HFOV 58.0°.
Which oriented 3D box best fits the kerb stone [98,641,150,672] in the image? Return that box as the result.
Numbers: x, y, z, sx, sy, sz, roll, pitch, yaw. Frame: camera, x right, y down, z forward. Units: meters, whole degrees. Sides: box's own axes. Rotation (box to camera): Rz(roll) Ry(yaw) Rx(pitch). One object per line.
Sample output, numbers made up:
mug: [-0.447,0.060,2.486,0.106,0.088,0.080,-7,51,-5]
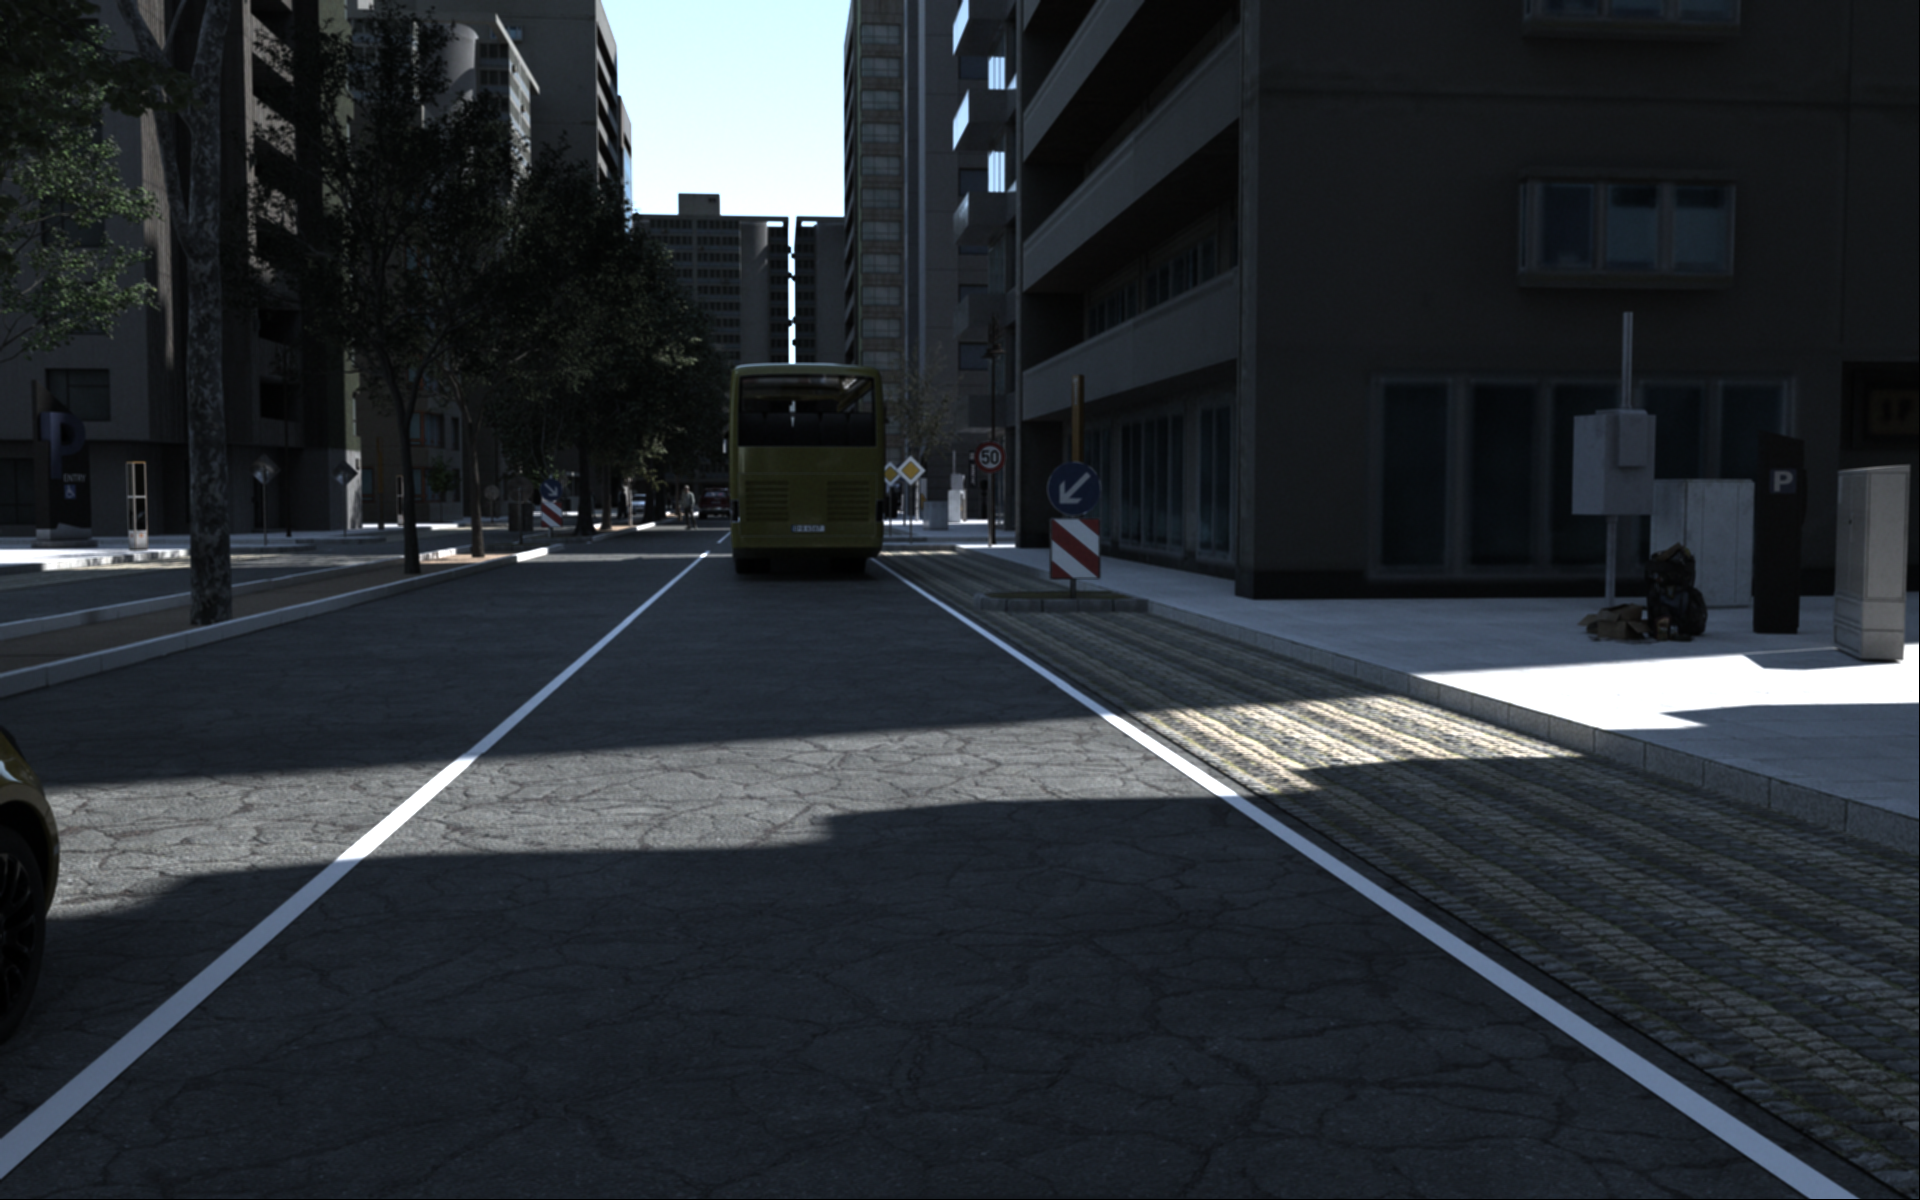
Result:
kerb stone: [-7.012,0.480,14.416,0.120,0.150,1.000,0,4,-6]

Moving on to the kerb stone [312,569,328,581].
kerb stone: [-10.629,-0.383,28.479,0.120,0.150,1.000,0,4,-6]

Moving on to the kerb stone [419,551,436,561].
kerb stone: [-11.610,-0.938,37.641,0.120,0.150,1.000,0,4,-6]

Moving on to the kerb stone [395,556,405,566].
kerb stone: [-11.281,-0.757,34.590,0.120,0.150,1.000,0,4,-6]

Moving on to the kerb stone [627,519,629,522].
kerb stone: [-16.897,-3.966,87.123,0.120,0.150,1.000,0,4,-6]

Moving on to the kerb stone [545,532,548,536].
kerb stone: [-13.623,-2.101,56.549,0.120,0.150,1.000,0,4,-6]

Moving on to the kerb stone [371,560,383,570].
kerb stone: [-11.061,-0.628,32.555,0.120,0.150,1.000,0,4,-6]

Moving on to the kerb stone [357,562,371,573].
kerb stone: [-10.954,-0.571,31.534,0.120,0.150,1.000,0,4,-6]

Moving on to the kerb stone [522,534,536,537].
kerb stone: [-13.305,-1.914,53.486,0.120,0.150,1.000,0,4,-6]

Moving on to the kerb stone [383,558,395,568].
kerb stone: [-11.170,-0.696,33.574,0.120,0.150,1.000,0,4,-6]

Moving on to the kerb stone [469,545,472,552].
kerb stone: [-12.153,-1.257,42.741,0.120,0.150,1.000,0,4,-6]

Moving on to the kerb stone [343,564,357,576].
kerb stone: [-10.849,-0.505,30.514,0.120,0.150,1.000,0,4,-6]

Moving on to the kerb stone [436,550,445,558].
kerb stone: [-11.714,-1.007,38.659,0.120,0.150,1.000,0,4,-6]

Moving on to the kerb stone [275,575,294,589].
kerb stone: [-10.411,-0.250,26.447,0.120,0.150,1.000,0,4,-6]

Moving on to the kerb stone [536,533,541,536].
kerb stone: [-13.403,-1.974,54.509,0.120,0.150,1.000,0,4,-6]

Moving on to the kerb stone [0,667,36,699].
kerb stone: [-6.802,0.602,12.368,0.120,0.150,1.000,0,4,-6]

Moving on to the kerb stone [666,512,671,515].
kerb stone: [-20.925,-6.277,124.832,0.120,0.150,1.000,0,4,-6]

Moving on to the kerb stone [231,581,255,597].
kerb stone: [-10.191,-0.135,24.409,0.120,0.150,1.000,0,4,-6]

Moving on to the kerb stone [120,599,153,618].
kerb stone: [-9.754,0.114,20.338,0.120,0.150,1.000,0,4,-6]

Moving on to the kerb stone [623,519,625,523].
kerb stone: [-16.674,-3.846,85.080,0.120,0.150,1.000,0,4,-6]

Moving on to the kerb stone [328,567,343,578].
kerb stone: [-10.736,-0.447,29.497,0.120,0.150,1.000,0,4,-6]

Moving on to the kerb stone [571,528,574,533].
kerb stone: [-14.389,-2.534,63.682,0.120,0.150,1.000,0,4,-6]

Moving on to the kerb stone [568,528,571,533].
kerb stone: [-14.281,-2.475,62.665,0.120,0.150,1.000,0,4,-6]

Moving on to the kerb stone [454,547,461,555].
kerb stone: [-11.936,-1.132,40.708,0.120,0.150,1.000,0,4,-6]

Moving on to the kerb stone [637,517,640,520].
kerb stone: [-17.657,-4.408,94.267,0.120,0.150,1.000,0,4,-6]

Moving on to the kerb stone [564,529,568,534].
kerb stone: [-14.169,-2.410,61.643,0.120,0.150,1.000,0,4,-6]

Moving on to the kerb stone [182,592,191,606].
kerb stone: [-9.975,-0.011,22.370,0.120,0.150,1.000,0,4,-6]

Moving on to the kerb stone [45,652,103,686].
kerb stone: [-6.905,0.541,13.400,0.120,0.150,1.000,0,4,-6]

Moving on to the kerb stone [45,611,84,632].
kerb stone: [-9.541,0.245,18.295,0.120,0.150,1.000,0,4,-6]

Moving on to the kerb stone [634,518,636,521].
kerb stone: [-17.321,-4.221,91.210,0.120,0.150,1.000,0,4,-6]

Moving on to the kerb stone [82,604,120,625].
kerb stone: [-9.651,0.178,19.313,0.120,0.150,1.000,0,4,-6]

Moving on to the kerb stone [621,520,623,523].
kerb stone: [-16.568,-3.783,84.064,0.120,0.150,1.000,0,4,-6]

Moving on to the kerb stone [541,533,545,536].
kerb stone: [-13.519,-2.037,55.525,0.120,0.150,1.000,0,4,-6]

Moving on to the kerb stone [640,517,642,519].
kerb stone: [-17.760,-4.469,95.286,0.120,0.150,1.000,0,4,-6]

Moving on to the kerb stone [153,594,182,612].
kerb stone: [-9.864,0.051,21.354,0.120,0.150,1.000,0,4,-6]

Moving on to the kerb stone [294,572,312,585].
kerb stone: [-10.516,-0.322,27.463,0.120,0.150,1.000,0,4,-6]

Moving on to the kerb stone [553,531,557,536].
kerb stone: [-13.846,-2.226,58.585,0.120,0.150,1.000,0,4,-6]

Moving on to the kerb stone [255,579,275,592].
kerb stone: [-10.305,-0.198,25.430,0.120,0.150,1.000,0,4,-6]

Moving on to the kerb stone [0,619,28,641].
kerb stone: [-9.428,0.301,17.279,0.120,0.150,1.000,0,4,-6]

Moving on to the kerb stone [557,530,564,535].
kerb stone: [-14.064,-2.351,60.626,0.120,0.150,1.000,0,4,-6]

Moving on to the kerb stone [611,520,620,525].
kerb stone: [-16.346,-3.655,82.019,0.120,0.150,1.000,0,4,-6]

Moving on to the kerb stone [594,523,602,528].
kerb stone: [-15.590,-3.220,74.890,0.120,0.150,1.000,0,4,-6]

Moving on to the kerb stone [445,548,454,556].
kerb stone: [-11.817,-1.066,39.678,0.120,0.150,1.000,0,4,-6]

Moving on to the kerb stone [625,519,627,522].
kerb stone: [-16.783,-3.909,86.107,0.120,0.150,1.000,0,4,-6]

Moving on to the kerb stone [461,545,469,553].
kerb stone: [-12.046,-1.194,41.724,0.120,0.150,1.000,0,4,-6]

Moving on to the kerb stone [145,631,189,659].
kerb stone: [-7.127,0.418,15.432,0.120,0.150,1.000,0,4,-6]

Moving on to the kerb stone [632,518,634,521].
kerb stone: [-17.224,-4.153,90.189,0.120,0.150,1.000,0,4,-6]
